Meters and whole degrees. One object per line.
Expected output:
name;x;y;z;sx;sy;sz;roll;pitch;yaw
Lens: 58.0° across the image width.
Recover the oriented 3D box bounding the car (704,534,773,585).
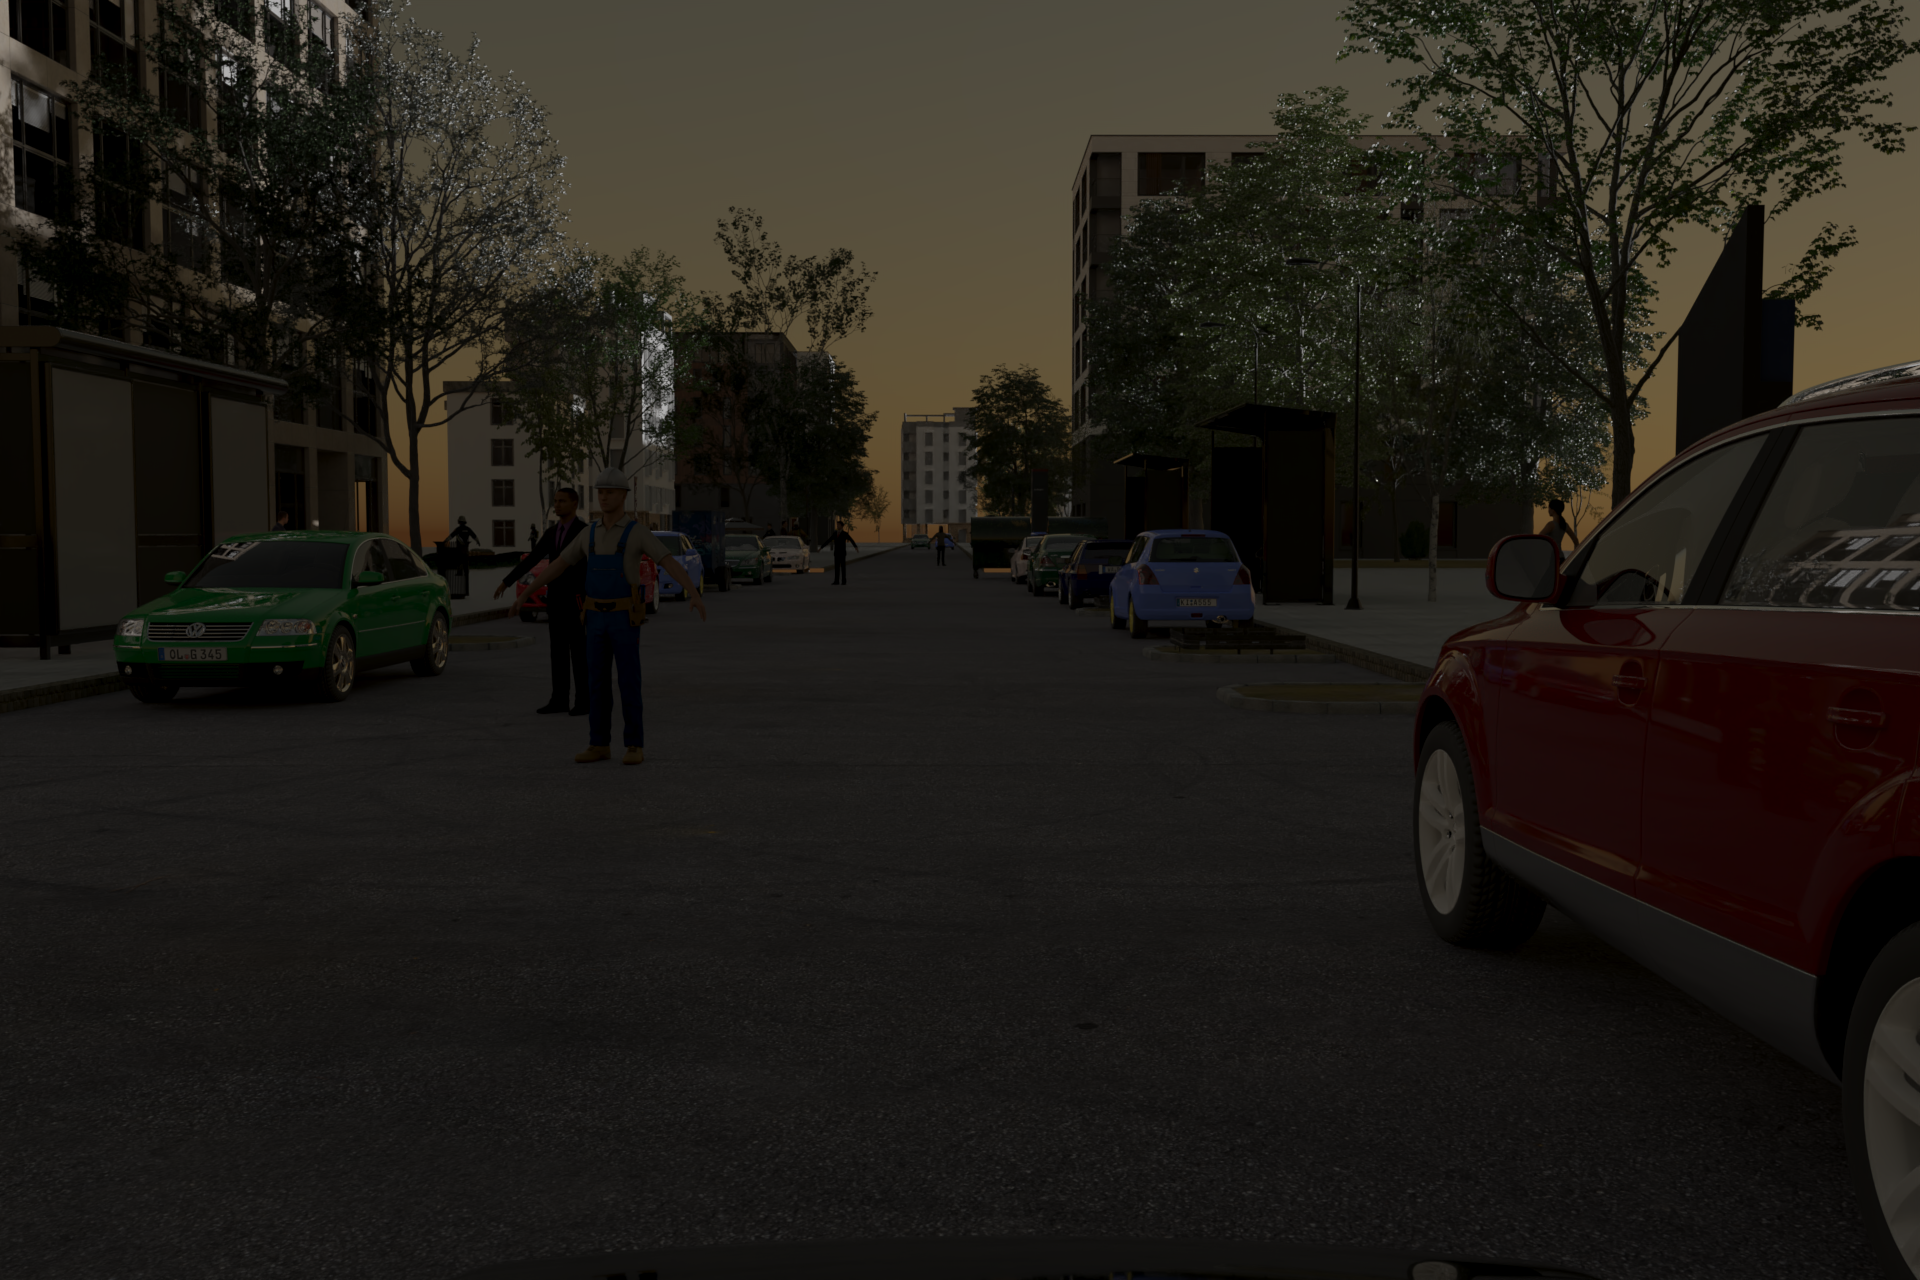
car;-6.479;-2.344;50.124;2.131;1.459;4.920;0;4;-1

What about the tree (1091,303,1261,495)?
tree;9.717;-9.124;74.940;9.928;11.665;9.643;0;3;0

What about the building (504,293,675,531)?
building;-29.472;-17.132;136.523;16.016;20.090;11.380;0;4;-1

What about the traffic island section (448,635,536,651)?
traffic island section;-6.548;0.043;22.170;1.991;0.108;1.994;0;4;0

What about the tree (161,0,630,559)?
tree;-12.695;-7.907;39.655;12.009;13.543;11.850;0;3;0

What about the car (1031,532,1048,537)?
car;2.743;-3.041;59.311;1.945;1.707;3.694;0;4;-1

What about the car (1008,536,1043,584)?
car;2.484;-2.346;50.717;2.083;1.381;4.827;0;4;-1

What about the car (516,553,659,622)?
car;-6.325;-1.263;29.694;2.155;1.783;4.494;0;4;-1

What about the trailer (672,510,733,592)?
trailer;-6.485;-2.174;42.592;1.471;1.999;3.904;0;4;-1

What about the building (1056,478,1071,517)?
building;18.266;-17.713;231.759;9.099;9.664;28.070;0;4;-1

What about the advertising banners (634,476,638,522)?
advertising banners;-9.834;-3.405;51.866;0.090;3.025;2.074;0;4;0

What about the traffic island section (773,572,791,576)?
traffic island section;-6.914;-2.291;60.317;1.991;0.108;1.994;0;3;0

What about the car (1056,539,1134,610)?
car;2.903;-1.321;34.186;1.945;1.354;3.894;0;4;-1

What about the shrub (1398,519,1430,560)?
shrub;22.321;-4.944;84.872;1.661;2.075;1.752;0;3;0

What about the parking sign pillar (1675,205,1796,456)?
parking sign pillar;6.635;-1.618;14.919;1.447;3.967;1.447;0;4;0

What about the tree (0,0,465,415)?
tree;-12.292;-5.791;29.089;8.767;10.594;7.601;1;4;14

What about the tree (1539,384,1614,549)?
tree;27.605;-7.769;77.390;4.360;8.622;3.978;0;3;0

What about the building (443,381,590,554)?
building;-27.797;-10.209;109.068;9.099;9.664;28.070;0;4;-1

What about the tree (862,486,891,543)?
tree;-12.231;-18.701;256.117;4.737;8.622;4.395;0;3;0

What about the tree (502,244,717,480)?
tree;-12.664;-8.390;62.939;9.928;11.665;9.643;0;3;0

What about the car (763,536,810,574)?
car;-6.560;-3.149;63.847;2.083;1.381;4.827;0;4;-1

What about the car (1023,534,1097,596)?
car;2.580;-1.803;41.270;2.131;1.459;4.920;0;4;0

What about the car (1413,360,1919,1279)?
car;2.687;0.259;4.432;2.281;1.827;5.304;0;3;0

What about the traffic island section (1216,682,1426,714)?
traffic island section;3.235;0.494;14.783;1.991;0.108;1.994;0;4;0

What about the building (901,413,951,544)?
building;-8.465;-24.598;261.058;11.380;20.090;16.016;0;4;-8

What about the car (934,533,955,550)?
car;-1.393;-9.022;157.098;1.945;1.707;3.694;0;4;-2

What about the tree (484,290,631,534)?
tree;-12.369;-6.241;52.408;4.737;8.622;4.395;0;3;0

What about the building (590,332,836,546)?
building;-28.645;-21.246;191.344;27.936;21.610;32.646;0;4;-1

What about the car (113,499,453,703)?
car;-6.134;-0.449;16.139;1.959;1.807;4.718;0;3;0

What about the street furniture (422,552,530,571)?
street furniture;-17.270;-3.049;65.472;5.734;0.657;10.072;0;4;1

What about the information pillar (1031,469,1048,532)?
information pillar;3.191;-4.891;69.353;0.750;3.857;0.750;0;4;-1

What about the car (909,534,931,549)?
car;-3.681;-9.257;163.143;2.131;1.459;4.920;0;3;0

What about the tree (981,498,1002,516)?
tree;5.145;-18.729;256.572;4.737;8.622;4.395;0;3;0

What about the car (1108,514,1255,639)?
car;3.140;-0.944;25.033;1.945;1.707;3.694;0;4;-1

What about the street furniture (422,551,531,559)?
street furniture;-19.909;-4.012;81.221;10.072;0.657;5.734;2;4;25

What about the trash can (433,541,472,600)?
trash can;-9.986;-1.373;34.108;0.748;1.137;0.748;0;3;0

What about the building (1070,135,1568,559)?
building;20.551;-15.986;105.343;27.936;21.610;32.646;0;4;0

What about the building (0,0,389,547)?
building;-30.637;-14.896;46.752;19.351;26.588;34.151;0;4;-1

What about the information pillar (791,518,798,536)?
information pillar;-7.378;-4.445;77.171;0.304;2.012;0.304;0;4;1

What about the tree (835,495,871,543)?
tree;-16.737;-20.088;262.856;7.601;10.594;8.767;1;4;9

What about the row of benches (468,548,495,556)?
row of benches;-20.567;-3.603;74.369;1.422;0.672;4.104;-1;4;-22

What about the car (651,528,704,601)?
car;-6.670;-1.736;37.977;1.945;1.707;3.694;0;4;-1

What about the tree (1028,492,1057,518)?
tree;13.906;-20.921;260.184;7.486;12.596;7.792;0;3;0
